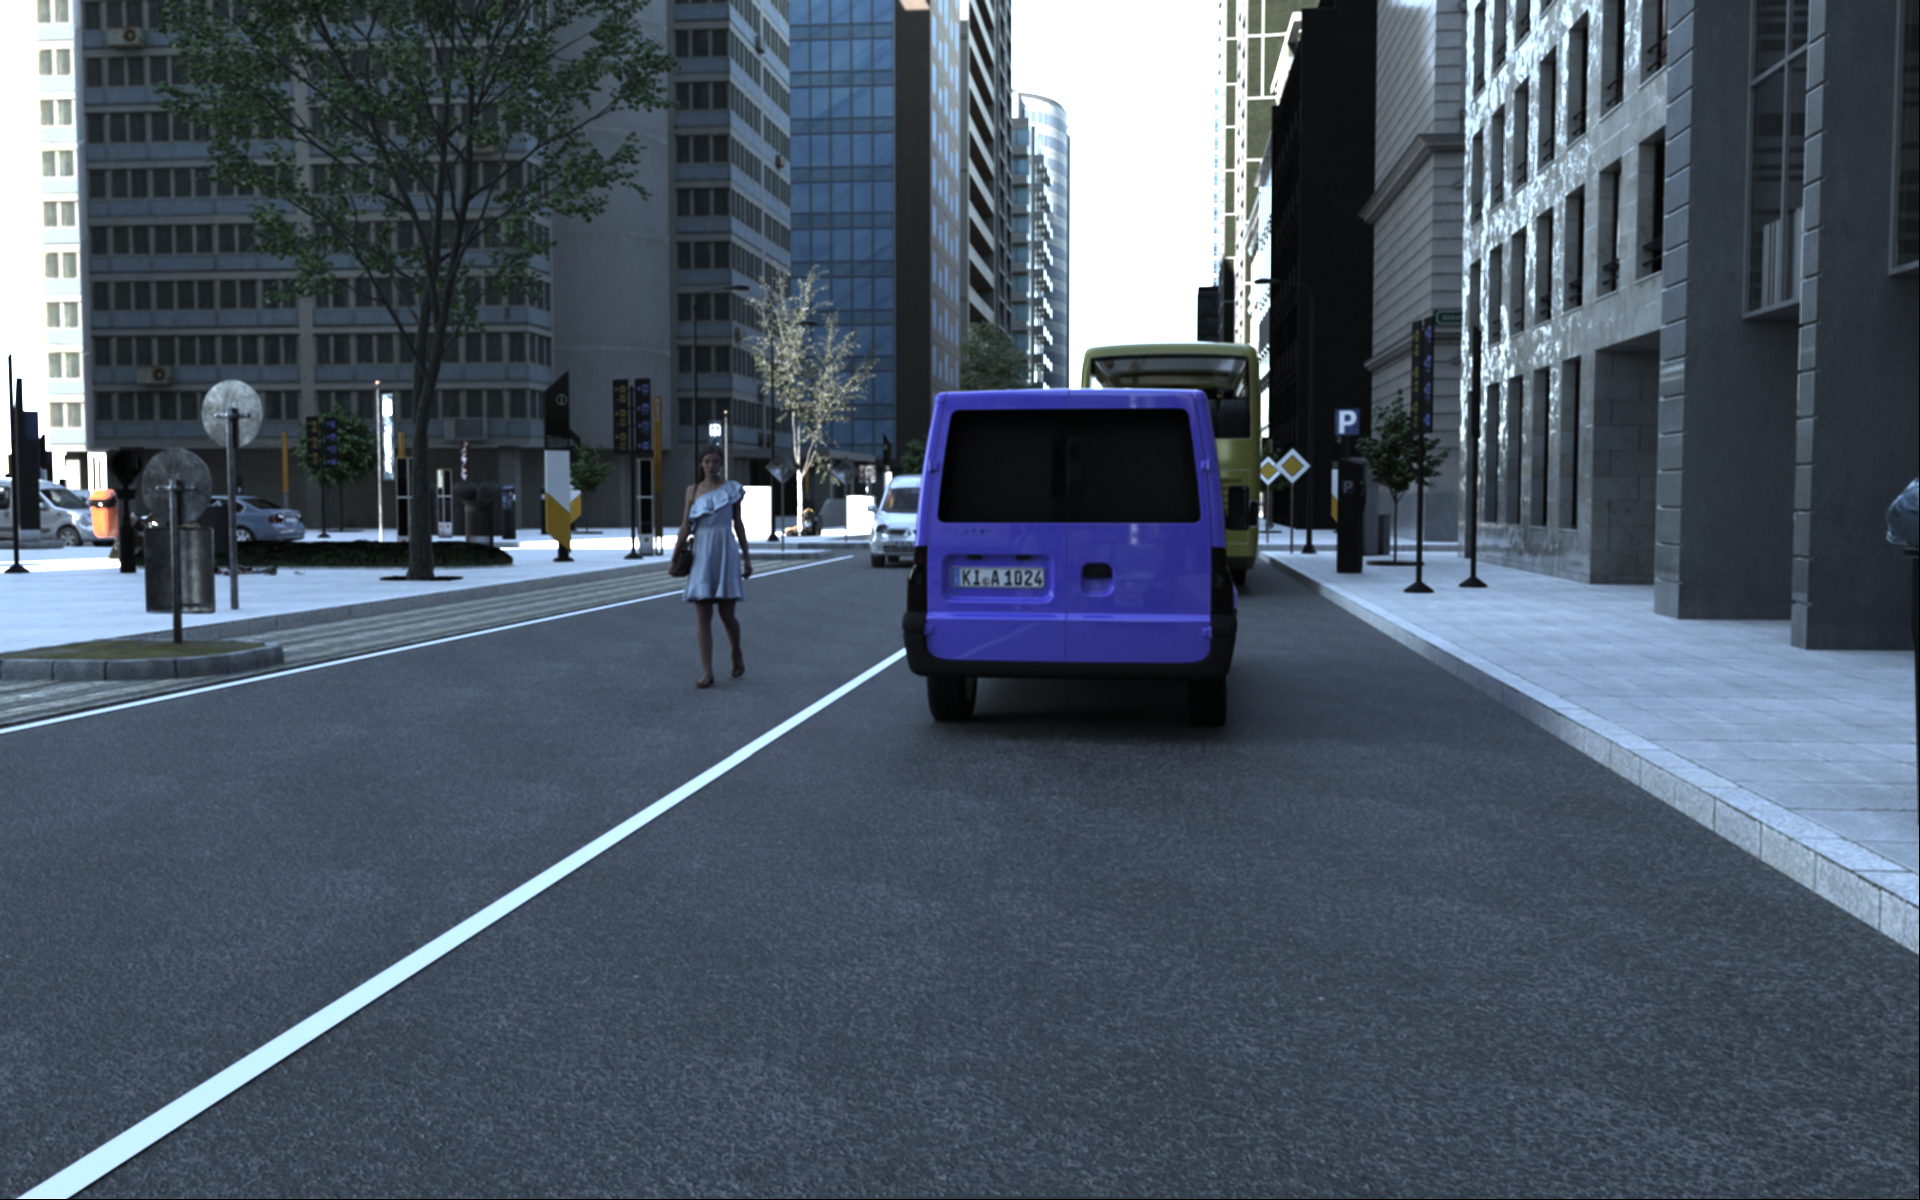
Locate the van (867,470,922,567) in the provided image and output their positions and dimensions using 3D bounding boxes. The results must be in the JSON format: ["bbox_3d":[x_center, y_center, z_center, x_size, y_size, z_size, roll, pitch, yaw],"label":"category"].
[{"bbox_3d":[-0.825,-1.735,35.382,2.013,2.044,4.112,0,4,4],"label":"van"}]

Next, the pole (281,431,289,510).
[{"bbox_3d":[-21.897,-3.815,56.216,0.158,3.312,0.155,0,3,0],"label":"pole"}]

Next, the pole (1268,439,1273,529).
[{"bbox_3d":[11.439,-4.281,63.841,0.158,3.312,0.155,0,3,0],"label":"pole"}]

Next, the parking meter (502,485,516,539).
[{"bbox_3d":[-12.823,-2.495,49.204,0.372,1.533,0.369,0,3,0],"label":"parking meter"}]

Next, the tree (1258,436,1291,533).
[{"bbox_3d":[10.094,-3.842,57.425,1.663,3.219,1.824,0,3,0],"label":"tree"}]

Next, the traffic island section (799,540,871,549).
[{"bbox_3d":[-3.093,-1.491,46.652,2.009,0.180,2.903,0,4,6],"label":"traffic island section"}]

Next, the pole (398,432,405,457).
[{"bbox_3d":[-18.269,-3.847,56.747,0.158,3.312,0.155,0,3,0],"label":"pole"}]

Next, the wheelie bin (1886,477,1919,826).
[{"bbox_3d":[3.921,0.091,6.422,0.980,1.594,0.693,0,4,5],"label":"wheelie bin"}]

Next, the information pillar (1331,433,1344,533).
[{"bbox_3d":[12.493,-4.031,57.268,0.183,3.616,0.504,-2,4,-31],"label":"information pillar"}]

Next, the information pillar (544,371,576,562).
[{"bbox_3d":[-7.618,-2.536,32.825,0.504,3.616,0.183,-2,4,-35],"label":"information pillar"}]

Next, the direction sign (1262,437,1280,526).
[{"bbox_3d":[12.422,-4.729,69.317,0.876,3.537,0.379,-2,4,-27],"label":"direction sign"}]

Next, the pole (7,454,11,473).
[{"bbox_3d":[-48.212,-5.755,87.944,0.158,3.312,0.155,0,3,0],"label":"pole"}]

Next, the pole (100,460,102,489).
[{"bbox_3d":[-51.390,-6.706,103.494,0.158,3.312,0.155,0,3,0],"label":"pole"}]

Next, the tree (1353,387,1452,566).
[{"bbox_3d":[8.043,-2.249,31.373,1.663,3.219,1.824,0,3,0],"label":"tree"}]

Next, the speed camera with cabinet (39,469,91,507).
[{"bbox_3d":[-31.674,-4.067,60.839,2.038,3.252,0.660,-2,4,-27],"label":"speed camera with cabinet"}]

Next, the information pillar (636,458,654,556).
[{"bbox_3d":[-6.525,-1.921,35.907,0.304,2.012,0.304,-1,4,-17],"label":"information pillar"}]

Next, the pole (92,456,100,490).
[{"bbox_3d":[-46.714,-6.096,93.507,0.158,3.312,0.155,0,3,0],"label":"pole"}]

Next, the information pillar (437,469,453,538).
[{"bbox_3d":[-15.127,-2.835,50.851,0.304,2.012,0.304,3,5,40],"label":"information pillar"}]

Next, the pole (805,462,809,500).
[{"bbox_3d":[-7.949,-5.892,90.178,0.158,3.312,0.155,0,3,0],"label":"pole"}]

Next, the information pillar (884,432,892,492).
[{"bbox_3d":[-2.740,-4.527,65.367,0.183,3.616,0.504,-2,4,-31],"label":"information pillar"}]

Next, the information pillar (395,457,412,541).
[{"bbox_3d":[-10.919,-1.819,34.230,0.304,2.012,0.304,1,4,20],"label":"information pillar"}]

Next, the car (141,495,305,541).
[{"bbox_3d":[-18.968,-1.950,43.892,4.499,1.417,2.014,0,4,7],"label":"car"}]

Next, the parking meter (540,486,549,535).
[{"bbox_3d":[-13.114,-2.848,54.973,0.372,1.533,0.369,0,3,0],"label":"parking meter"}]

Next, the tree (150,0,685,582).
[{"bbox_3d":[-7.887,-6.105,25.566,9.928,11.665,9.643,0,3,0],"label":"tree"}]

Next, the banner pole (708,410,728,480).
[{"bbox_3d":[-7.169,-3.776,51.756,0.863,3.779,0.401,-3,5,-41],"label":"banner pole"}]

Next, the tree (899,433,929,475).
[{"bbox_3d":[-1.515,-6.422,88.705,4.285,4.588,4.351,0,3,0],"label":"tree"}]

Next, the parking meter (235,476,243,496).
[{"bbox_3d":[-22.812,-2.991,54.608,0.255,1.863,0.399,1,4,11],"label":"parking meter"}]

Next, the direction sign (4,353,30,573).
[{"bbox_3d":[-15.412,-2.214,28.197,0.379,3.537,0.876,-2,4,-31],"label":"direction sign"}]

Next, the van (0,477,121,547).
[{"bbox_3d":[-23.691,-2.300,44.617,4.112,2.044,2.013,0,4,7],"label":"van"}]

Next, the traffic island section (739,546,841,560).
[{"bbox_3d":[-3.980,-1.005,38.717,2.009,0.180,2.903,0,4,6],"label":"traffic island section"}]

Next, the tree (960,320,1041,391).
[{"bbox_3d":[1.836,-11.945,113.425,7.486,12.596,7.792,0,3,0],"label":"tree"}]

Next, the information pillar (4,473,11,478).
[{"bbox_3d":[-33.624,-3.481,61.414,0.304,2.012,0.304,1,4,10],"label":"information pillar"}]

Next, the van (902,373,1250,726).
[{"bbox_3d":[0.981,-0.494,12.463,2.240,2.365,5.245,1,4,8],"label":"van"}]

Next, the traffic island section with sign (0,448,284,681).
[{"bbox_3d":[-6.721,-0.339,14.168,1.989,1.847,2.006,0,4,6],"label":"traffic island section with sign"}]

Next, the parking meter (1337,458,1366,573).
[{"bbox_3d":[6.362,-1.373,28.163,0.399,1.863,0.255,2,4,34],"label":"parking meter"}]

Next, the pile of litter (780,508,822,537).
[{"bbox_3d":[-4.913,-2.396,53.139,1.176,0.858,1.719,3,5,40],"label":"pile of litter"}]

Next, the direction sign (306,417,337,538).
[{"bbox_3d":[-18.762,-3.608,50.981,0.876,3.537,0.379,-3,5,-40],"label":"direction sign"}]

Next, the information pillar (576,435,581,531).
[{"bbox_3d":[-13.361,-4.191,59.872,0.504,3.616,0.183,-2,4,-27],"label":"information pillar"}]

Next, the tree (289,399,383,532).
[{"bbox_3d":[-21.282,-4.618,59.210,4.285,4.588,4.351,0,3,0],"label":"tree"}]

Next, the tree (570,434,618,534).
[{"bbox_3d":[-12.225,-3.775,56.323,1.663,3.219,1.824,0,3,0],"label":"tree"}]

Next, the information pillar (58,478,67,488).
[{"bbox_3d":[-42.202,-4.713,81.542,0.304,2.012,0.304,0,4,-8],"label":"information pillar"}]

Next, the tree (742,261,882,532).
[{"bbox_3d":[-4.927,-6.418,55.301,4.360,8.622,3.978,0,3,0],"label":"tree"}]

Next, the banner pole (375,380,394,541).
[{"bbox_3d":[-12.645,-2.940,38.087,0.863,3.779,0.401,3,5,44],"label":"banner pole"}]

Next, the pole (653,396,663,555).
[{"bbox_3d":[-6.312,-2.590,36.194,0.158,3.312,0.155,0,3,0],"label":"pole"}]
